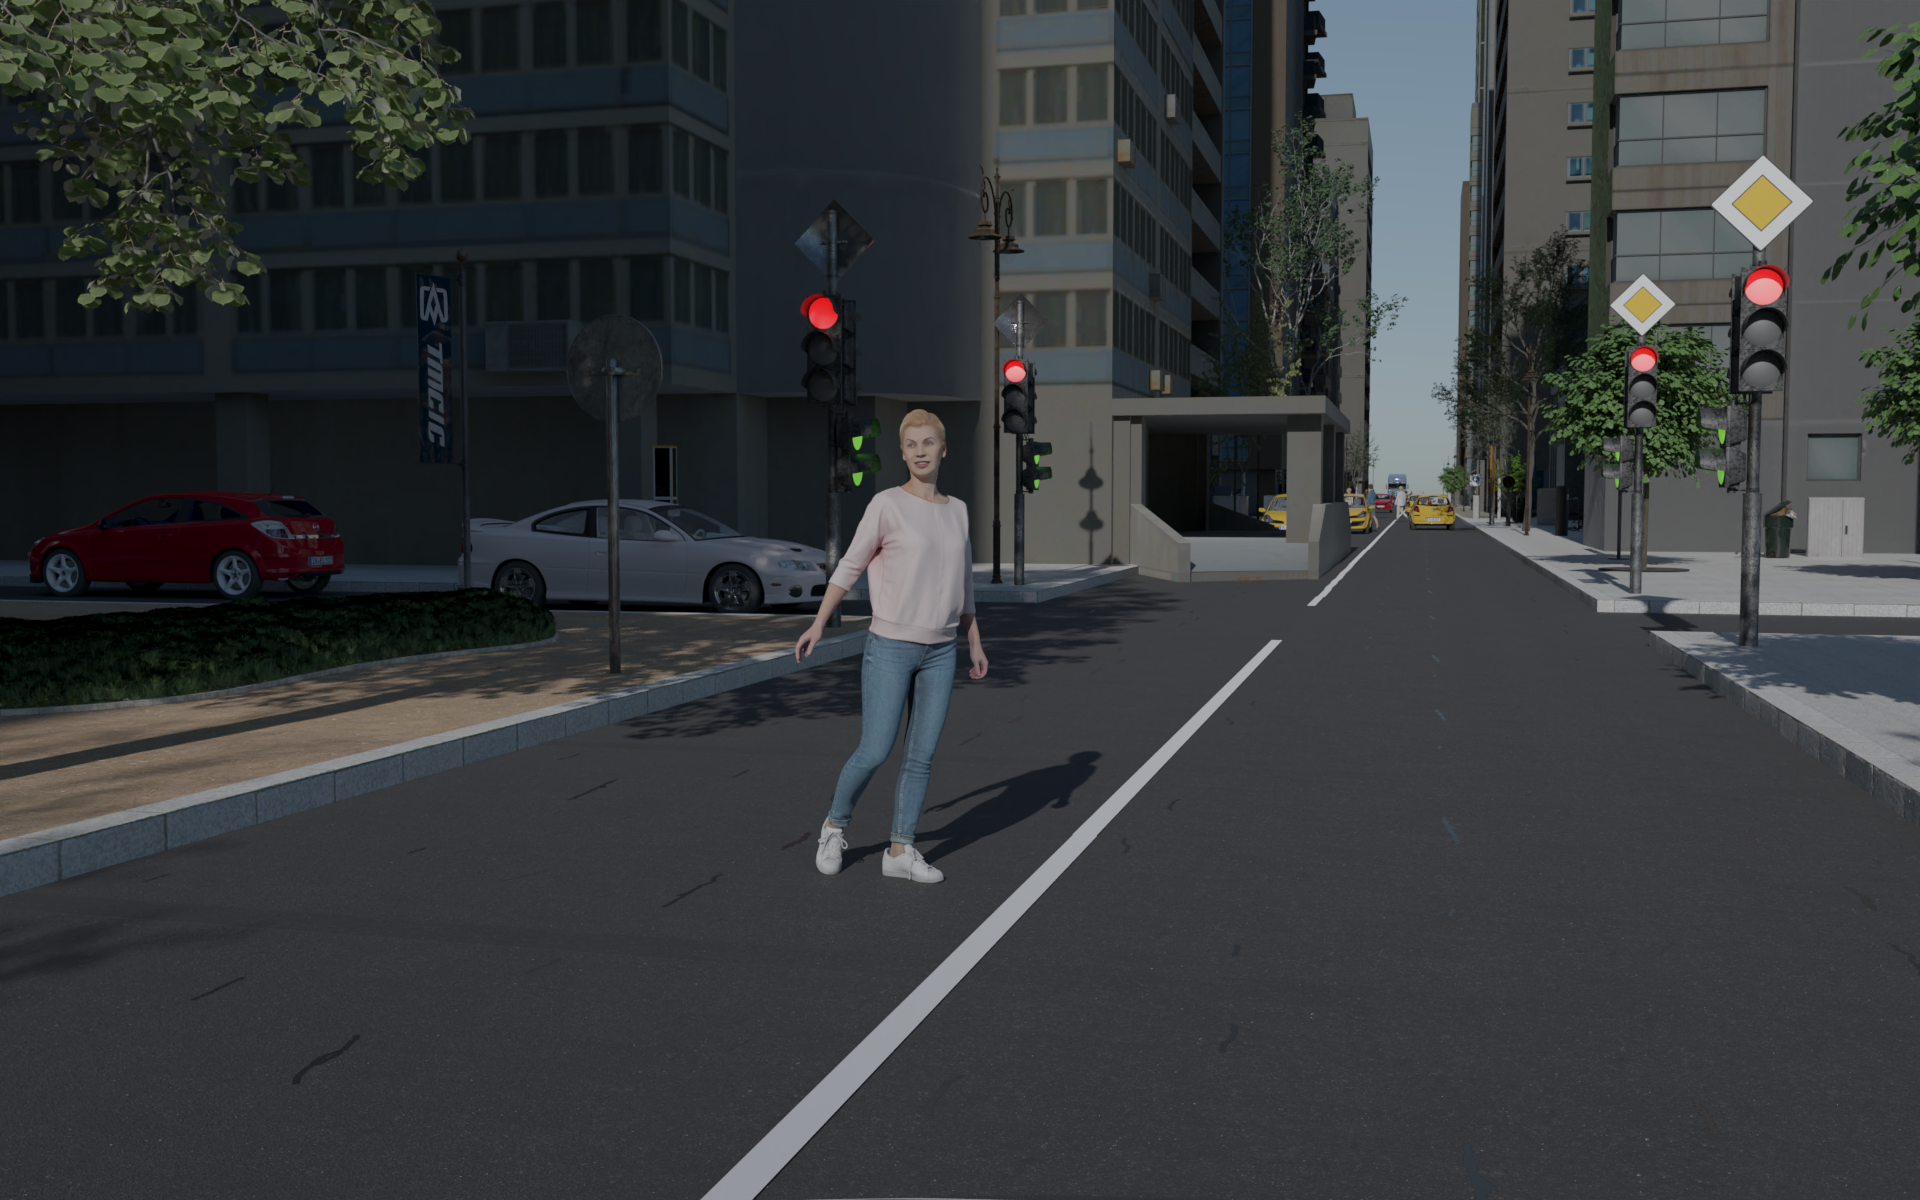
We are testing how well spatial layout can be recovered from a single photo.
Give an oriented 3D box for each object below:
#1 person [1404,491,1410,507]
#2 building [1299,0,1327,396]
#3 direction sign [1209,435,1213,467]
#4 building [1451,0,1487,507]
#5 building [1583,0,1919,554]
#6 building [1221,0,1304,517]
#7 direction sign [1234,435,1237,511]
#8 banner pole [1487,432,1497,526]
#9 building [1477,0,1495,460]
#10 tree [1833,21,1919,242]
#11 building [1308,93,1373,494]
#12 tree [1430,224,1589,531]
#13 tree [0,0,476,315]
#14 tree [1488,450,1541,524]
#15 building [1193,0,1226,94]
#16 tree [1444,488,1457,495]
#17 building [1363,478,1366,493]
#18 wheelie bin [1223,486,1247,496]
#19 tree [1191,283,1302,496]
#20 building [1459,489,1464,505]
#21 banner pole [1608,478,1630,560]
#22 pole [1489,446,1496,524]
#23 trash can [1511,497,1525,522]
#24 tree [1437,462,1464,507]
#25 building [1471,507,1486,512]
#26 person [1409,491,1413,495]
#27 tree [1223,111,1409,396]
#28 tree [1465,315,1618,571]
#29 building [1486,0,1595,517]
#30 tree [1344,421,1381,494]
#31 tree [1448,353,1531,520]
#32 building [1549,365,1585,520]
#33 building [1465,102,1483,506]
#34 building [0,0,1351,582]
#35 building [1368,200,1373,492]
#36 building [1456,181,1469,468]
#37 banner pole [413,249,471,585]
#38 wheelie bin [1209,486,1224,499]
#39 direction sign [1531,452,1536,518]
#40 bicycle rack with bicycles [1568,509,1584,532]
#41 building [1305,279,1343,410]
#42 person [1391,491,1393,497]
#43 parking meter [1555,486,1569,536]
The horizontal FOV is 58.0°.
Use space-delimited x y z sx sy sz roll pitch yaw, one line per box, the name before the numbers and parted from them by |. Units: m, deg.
person | 48.219 -10.902 187.454 1.217 1.736 0.721 -1 4 -9
building | 15.173 -28.919 127.452 22.147 44.769 28.867 1 4 15
direction sign | 6.979 -3.533 49.767 0.379 3.537 0.876 -2 4 -27
building | 74.023 -47.875 221.005 20.563 71.187 20.611 1 4 15
building | 22.919 -21.934 42.215 14.154 41.232 14.086 1 4 15
building | 13.365 -27.857 105.574 14.600 45.320 14.200 1 4 15
direction sign | 8.453 -3.745 53.226 0.379 3.537 0.876 0 4 6
banner pole | 21.646 -4.909 70.287 0.401 3.779 0.863 1 4 23
building | 55.964 -37.145 149.324 21.231 58.520 28.212 1 4 15
tree | 5.737 -1.469 7.724 4.285 4.588 4.351 0 3 0
building | 39.859 -36.189 215.389 21.300 48.544 21.600 1 4 15
tree | 19.906 -7.650 59.484 7.601 10.594 8.767 0 4 6
tree | -5.097 -5.415 6.662 7.486 12.596 7.792 0 3 0
tree | 24.174 -4.931 75.222 1.663 3.219 1.824 0 3 0
building | -1.203 -27.258 69.366 21.300 48.544 21.600 1 4 15
tree | 56.300 -12.482 198.682 1.663 3.219 1.824 0 3 0
building | 29.155 -30.756 194.735 32.217 40.220 23.993 1 4 15
wheelie bin | 13.567 -4.680 84.418 0.693 1.594 0.980 -3 5 -43
tree | 10.051 -6.793 61.427 4.737 8.622 4.395 0 3 0
building | 74.501 -30.986 198.496 32.217 40.220 23.993 1 4 15
banner pole | 12.940 -2.698 34.134 0.401 3.779 0.863 0 4 1
pole | 22.562 -4.865 73.382 0.158 3.312 0.155 0 3 0
trash can | 25.414 -4.100 78.687 0.748 1.137 0.748 0 3 0
tree | 50.149 -11.747 175.770 4.285 4.588 4.351 0 3 0
building | 48.496 -42.022 125.319 20.563 71.187 20.611 1 4 15
person | 58.312 -13.165 223.765 1.348 1.821 0.705 2 4 27
tree | 16.322 -14.243 88.762 12.611 20.169 13.585 0 3 0
tree | 11.502 -2.761 28.856 4.285 4.588 4.351 0 3 0
building | 43.875 -29.445 105.131 21.300 48.544 21.600 1 4 15
tree | 39.031 -13.430 169.940 4.360 8.622 3.978 0 3 0
tree | 26.644 -8.297 86.024 4.360 8.622 3.978 0 3 0
building | 38.938 -46.574 74.164 22.319 86.520 31.000 1 4 15
building | 60.686 -30.512 182.466 14.154 41.232 14.086 1 4 15
building | -7.758 -21.212 38.704 32.217 40.220 23.993 1 4 15
building | 47.614 -33.541 231.983 14.154 41.232 14.086 1 4 15
building | 76.109 -36.031 239.217 14.600 45.320 14.200 1 4 15
banner pole | -5.202 -1.687 17.604 0.401 3.779 0.863 2 4 29
wheelie bin | 14.349 -5.401 96.220 0.980 1.594 0.693 -2 4 -34
direction sign | 30.830 -6.207 93.485 0.379 3.537 0.876 -1 4 -10
bicycle rack with bicycles | 22.199 -2.813 59.370 2.925 0.926 2.852 2 4 34
building | 19.788 -19.066 156.767 27.650 21.520 28.899 1 4 15
person | 50.335 -11.796 202.072 0.721 1.735 1.217 0 4 -3
parking meter | 18.454 -2.732 53.087 0.372 1.533 0.369 0 3 0
